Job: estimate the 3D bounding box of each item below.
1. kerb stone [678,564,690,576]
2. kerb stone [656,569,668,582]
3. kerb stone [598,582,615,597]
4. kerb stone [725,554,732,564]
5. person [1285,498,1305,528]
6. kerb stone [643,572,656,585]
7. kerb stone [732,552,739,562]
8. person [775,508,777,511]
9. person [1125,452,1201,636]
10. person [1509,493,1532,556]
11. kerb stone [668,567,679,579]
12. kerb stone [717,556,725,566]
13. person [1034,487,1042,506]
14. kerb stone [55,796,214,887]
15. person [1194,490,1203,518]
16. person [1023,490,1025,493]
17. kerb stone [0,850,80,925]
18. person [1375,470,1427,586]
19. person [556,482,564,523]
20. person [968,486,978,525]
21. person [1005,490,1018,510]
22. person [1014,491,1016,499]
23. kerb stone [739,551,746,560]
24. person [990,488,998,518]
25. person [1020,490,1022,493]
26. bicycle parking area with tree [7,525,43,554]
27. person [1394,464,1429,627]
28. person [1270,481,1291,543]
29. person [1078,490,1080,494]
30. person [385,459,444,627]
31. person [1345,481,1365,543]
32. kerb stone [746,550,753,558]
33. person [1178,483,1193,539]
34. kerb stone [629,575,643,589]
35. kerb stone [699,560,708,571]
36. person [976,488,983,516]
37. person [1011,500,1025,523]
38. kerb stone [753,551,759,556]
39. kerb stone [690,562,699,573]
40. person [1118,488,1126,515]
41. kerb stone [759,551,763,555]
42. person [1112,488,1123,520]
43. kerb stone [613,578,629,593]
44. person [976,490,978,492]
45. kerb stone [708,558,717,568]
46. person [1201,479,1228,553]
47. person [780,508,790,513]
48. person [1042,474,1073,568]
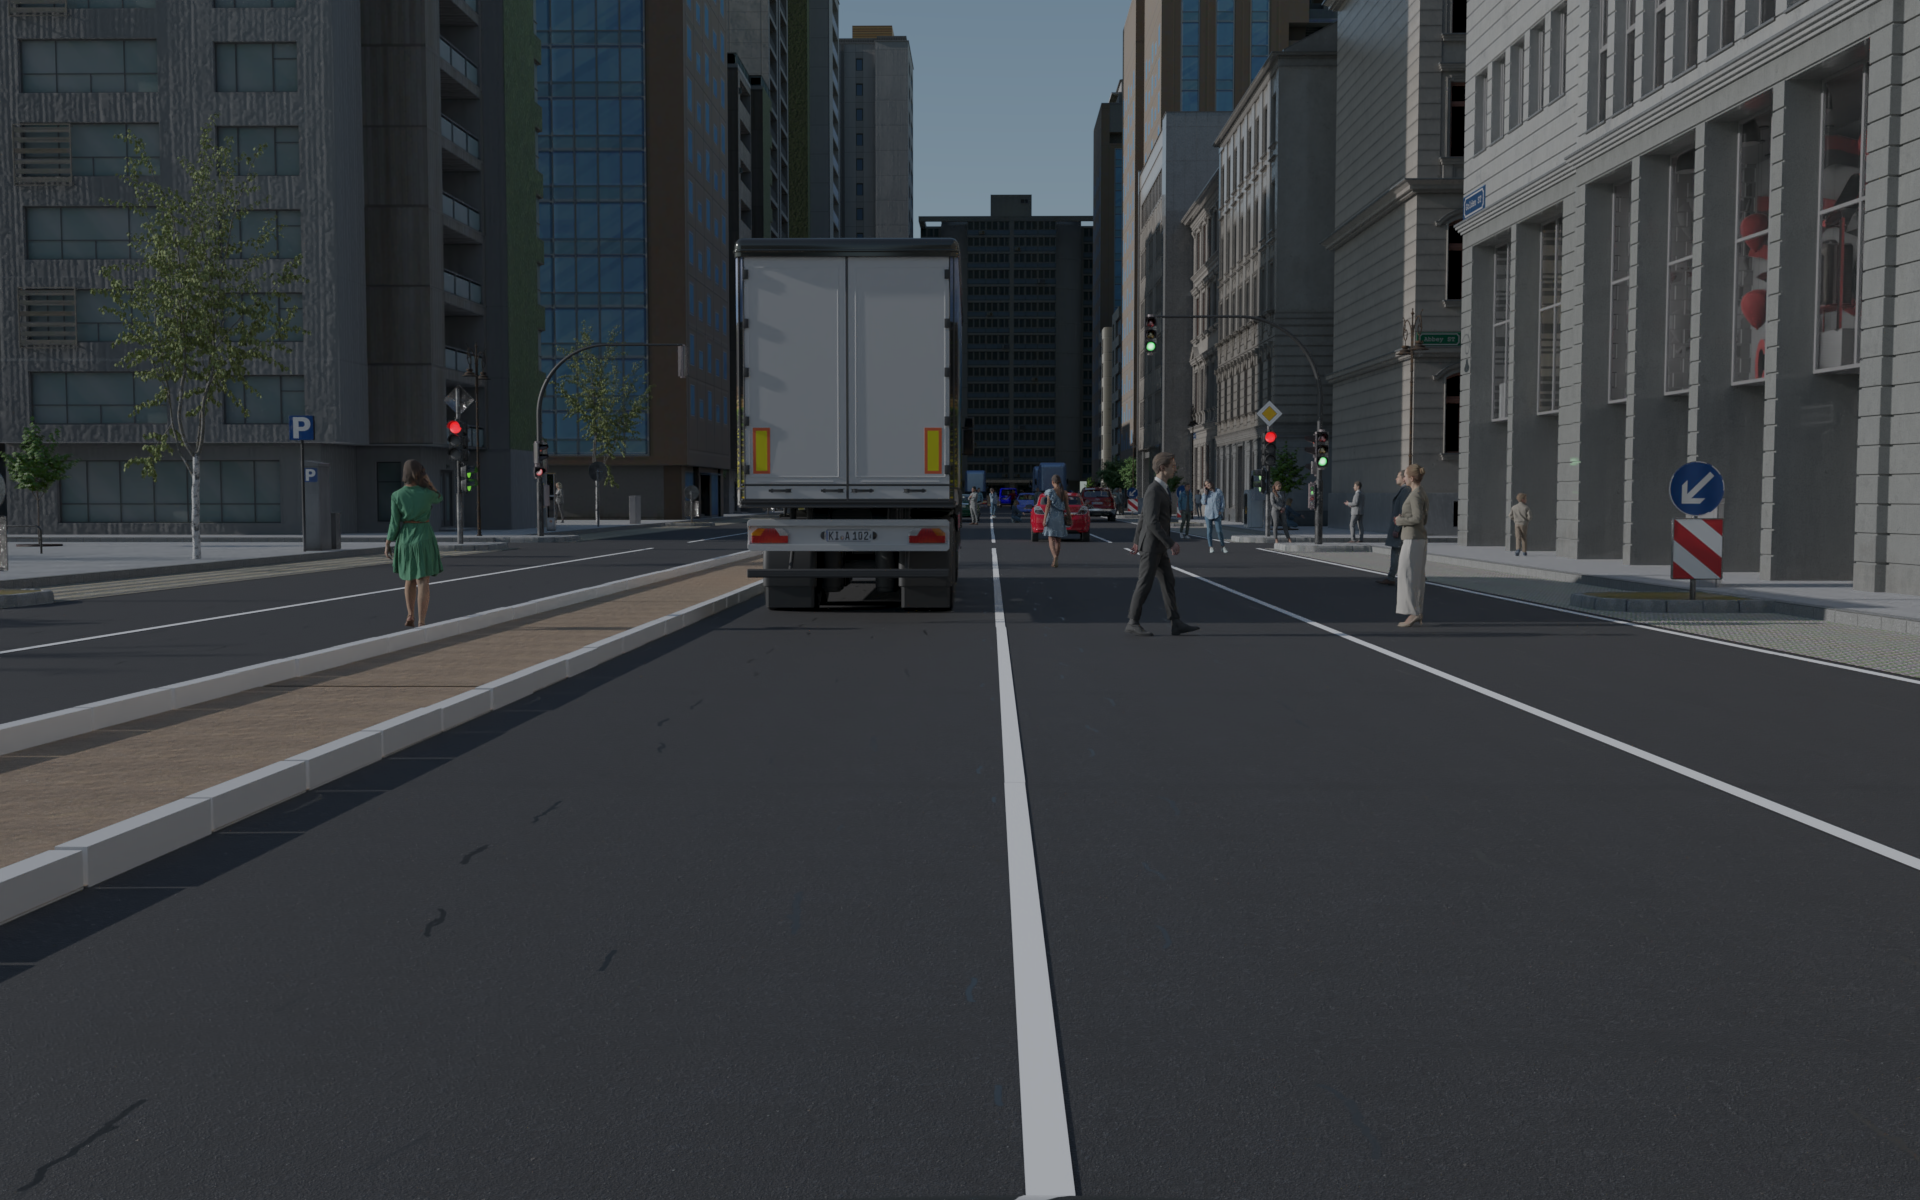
[{"bbox_3d":[-4.931,-0.500,30.364,0.120,0.150,1.000,0,4,1],"label":"kerb stone"},{"bbox_3d":[-4.968,-0.374,28.320,0.120,0.150,1.000,0,4,1],"label":"kerb stone"},{"bbox_3d":[-5.038,-0.119,24.228,0.120,0.150,1.000,0,4,1],"label":"kerb stone"},{"bbox_3d":[-4.853,-0.812,35.473,0.120,0.150,1.000,0,4,1],"label":"kerb stone"},{"bbox_3d":[12.082,-3.173,63.417,0.738,1.151,1.012,-1,4,-13],"label":"person"},{"bbox_3d":[-4.989,-0.312,27.299,0.120,0.150,1.000,0,4,1],"label":"kerb stone"},{"bbox_3d":[-4.834,-0.870,36.495,0.120,0.150,1.000,0,4,1],"label":"kerb stone"},{"bbox_3d":[-13.840,-7.528,129.218,0.705,1.812,1.348,3,4,36],"label":"person"},{"bbox_3d":[2.046,-0.562,17.471,0.755,1.850,0.659,1,4,12],"label":"person"},{"bbox_3d":[11.604,-1.562,35.860,0.475,1.303,0.640,1,4,22],"label":"person"},{"bbox_3d":[-4.952,-0.430,29.343,0.120,0.150,1.000,0,4,1],"label":"kerb stone"},{"bbox_3d":[-4.866,-0.750,34.451,0.120,0.150,1.000,0,4,1],"label":"kerb stone"},{"bbox_3d":[4.386,-5.473,98.078,0.635,1.810,0.391,2,4,33],"label":"person"},{"bbox_3d":[-3.225,0.941,6.802,0.120,0.150,1.000,0,4,1],"label":"kerb stone"},{"bbox_3d":[12.747,-5.113,92.242,0.503,1.515,0.523,0,4,-5],"label":"person"},{"bbox_3d":[5.264,-8.217,142.949,0.705,1.812,1.348,3,5,43],"label":"person"},{"bbox_3d":[-3.248,1.012,5.781,0.120,0.150,1.000,0,4,1],"label":"kerb stone"},{"bbox_3d":[6.920,-1.133,27.125,0.767,1.812,0.694,2,4,23],"label":"person"},{"bbox_3d":[-17.711,-4.290,76.362,0.526,1.800,0.537,-3,4,-37],"label":"person"},{"bbox_3d":[0.597,-4.427,81.064,0.511,1.800,0.466,3,5,41],"label":"person"},{"bbox_3d":[4.662,-8.827,152.753,1.348,1.831,0.705,0,4,-6],"label":"person"},{"bbox_3d":[5.463,-10.242,176.506,0.434,1.755,0.990,2,4,25],"label":"person"},{"bbox_3d":[-4.811,-0.937,37.521,0.120,0.150,1.000,0,4,1],"label":"kerb stone"},{"bbox_3d":[2.042,-5.918,105.518,0.793,1.790,0.793,1,4,14],"label":"person"},{"bbox_3d":[5.671,-9.286,160.407,0.705,1.814,1.350,0,4,-1],"label":"person"},{"bbox_3d":[-23.378,-2.883,34.146,9.016,4.147,8.231,1,4,21],"label":"bicycle parking area with tree"},{"bbox_3d":[4.904,-0.600,18.858,0.362,1.759,0.519,2,4,25],"label":"person"},{"bbox_3d":[8.989,-2.422,48.374,0.520,1.790,0.573,-3,5,-45],"label":"person"},{"bbox_3d":[13.931,-12.011,203.083,0.621,1.740,0.551,0,4,6],"label":"person"},{"bbox_3d":[-5.724,-0.577,18.182,0.600,1.795,0.529,-1,4,-19],"label":"person"},{"bbox_3d":[11.417,-2.530,50.062,0.583,1.804,0.606,2,4,28],"label":"person"},{"bbox_3d":[-4.799,-1.000,38.543,0.120,0.150,1.000,0,4,1],"label":"kerb stone"},{"bbox_3d":[7.227,-2.851,55.464,0.601,1.785,0.444,-1,4,-17],"label":"person"},{"bbox_3d":[-5.001,-0.250,26.277,0.120,0.150,1.000,0,4,1],"label":"kerb stone"},{"bbox_3d":[-4.898,-0.625,32.407,0.120,0.150,1.000,0,4,1],"label":"kerb stone"},{"bbox_3d":[1.224,-6.263,110.758,0.638,1.841,0.748,3,4,38],"label":"person"},{"bbox_3d":[2.890,-4.411,86.116,0.738,1.151,1.012,0,4,5],"label":"person"},{"bbox_3d":[-4.772,-1.057,39.566,0.120,0.150,1.000,0,4,1],"label":"kerb stone"},{"bbox_3d":[-4.925,-0.558,31.386,0.120,0.150,1.000,0,4,1],"label":"kerb stone"},{"bbox_3d":[10.294,-6.261,111.040,0.661,1.801,0.590,1,4,9],"label":"person"},{"bbox_3d":[-4.759,-1.125,40.587,0.120,0.150,1.000,0,4,1],"label":"kerb stone"},{"bbox_3d":[8.775,-5.395,97.194,0.782,1.767,0.515,3,5,39],"label":"person"},{"bbox_3d":[-5.028,-0.187,25.254,0.120,0.150,1.000,0,4,1],"label":"kerb stone"},{"bbox_3d":[1.466,-8.561,148.617,0.705,1.807,1.348,2,4,26],"label":"person"},{"bbox_3d":[-4.886,-0.683,33.430,0.120,0.150,1.000,0,4,1],"label":"kerb stone"},{"bbox_3d":[6.236,-2.057,42.391,0.793,1.790,0.793,-1,4,-12],"label":"person"},{"bbox_3d":[-5.747,-3.014,57.885,0.850,1.850,0.679,-3,4,-36],"label":"person"},{"bbox_3d":[1.908,-1.537,33.717,0.616,1.811,0.778,0,4,-6],"label":"person"}]
